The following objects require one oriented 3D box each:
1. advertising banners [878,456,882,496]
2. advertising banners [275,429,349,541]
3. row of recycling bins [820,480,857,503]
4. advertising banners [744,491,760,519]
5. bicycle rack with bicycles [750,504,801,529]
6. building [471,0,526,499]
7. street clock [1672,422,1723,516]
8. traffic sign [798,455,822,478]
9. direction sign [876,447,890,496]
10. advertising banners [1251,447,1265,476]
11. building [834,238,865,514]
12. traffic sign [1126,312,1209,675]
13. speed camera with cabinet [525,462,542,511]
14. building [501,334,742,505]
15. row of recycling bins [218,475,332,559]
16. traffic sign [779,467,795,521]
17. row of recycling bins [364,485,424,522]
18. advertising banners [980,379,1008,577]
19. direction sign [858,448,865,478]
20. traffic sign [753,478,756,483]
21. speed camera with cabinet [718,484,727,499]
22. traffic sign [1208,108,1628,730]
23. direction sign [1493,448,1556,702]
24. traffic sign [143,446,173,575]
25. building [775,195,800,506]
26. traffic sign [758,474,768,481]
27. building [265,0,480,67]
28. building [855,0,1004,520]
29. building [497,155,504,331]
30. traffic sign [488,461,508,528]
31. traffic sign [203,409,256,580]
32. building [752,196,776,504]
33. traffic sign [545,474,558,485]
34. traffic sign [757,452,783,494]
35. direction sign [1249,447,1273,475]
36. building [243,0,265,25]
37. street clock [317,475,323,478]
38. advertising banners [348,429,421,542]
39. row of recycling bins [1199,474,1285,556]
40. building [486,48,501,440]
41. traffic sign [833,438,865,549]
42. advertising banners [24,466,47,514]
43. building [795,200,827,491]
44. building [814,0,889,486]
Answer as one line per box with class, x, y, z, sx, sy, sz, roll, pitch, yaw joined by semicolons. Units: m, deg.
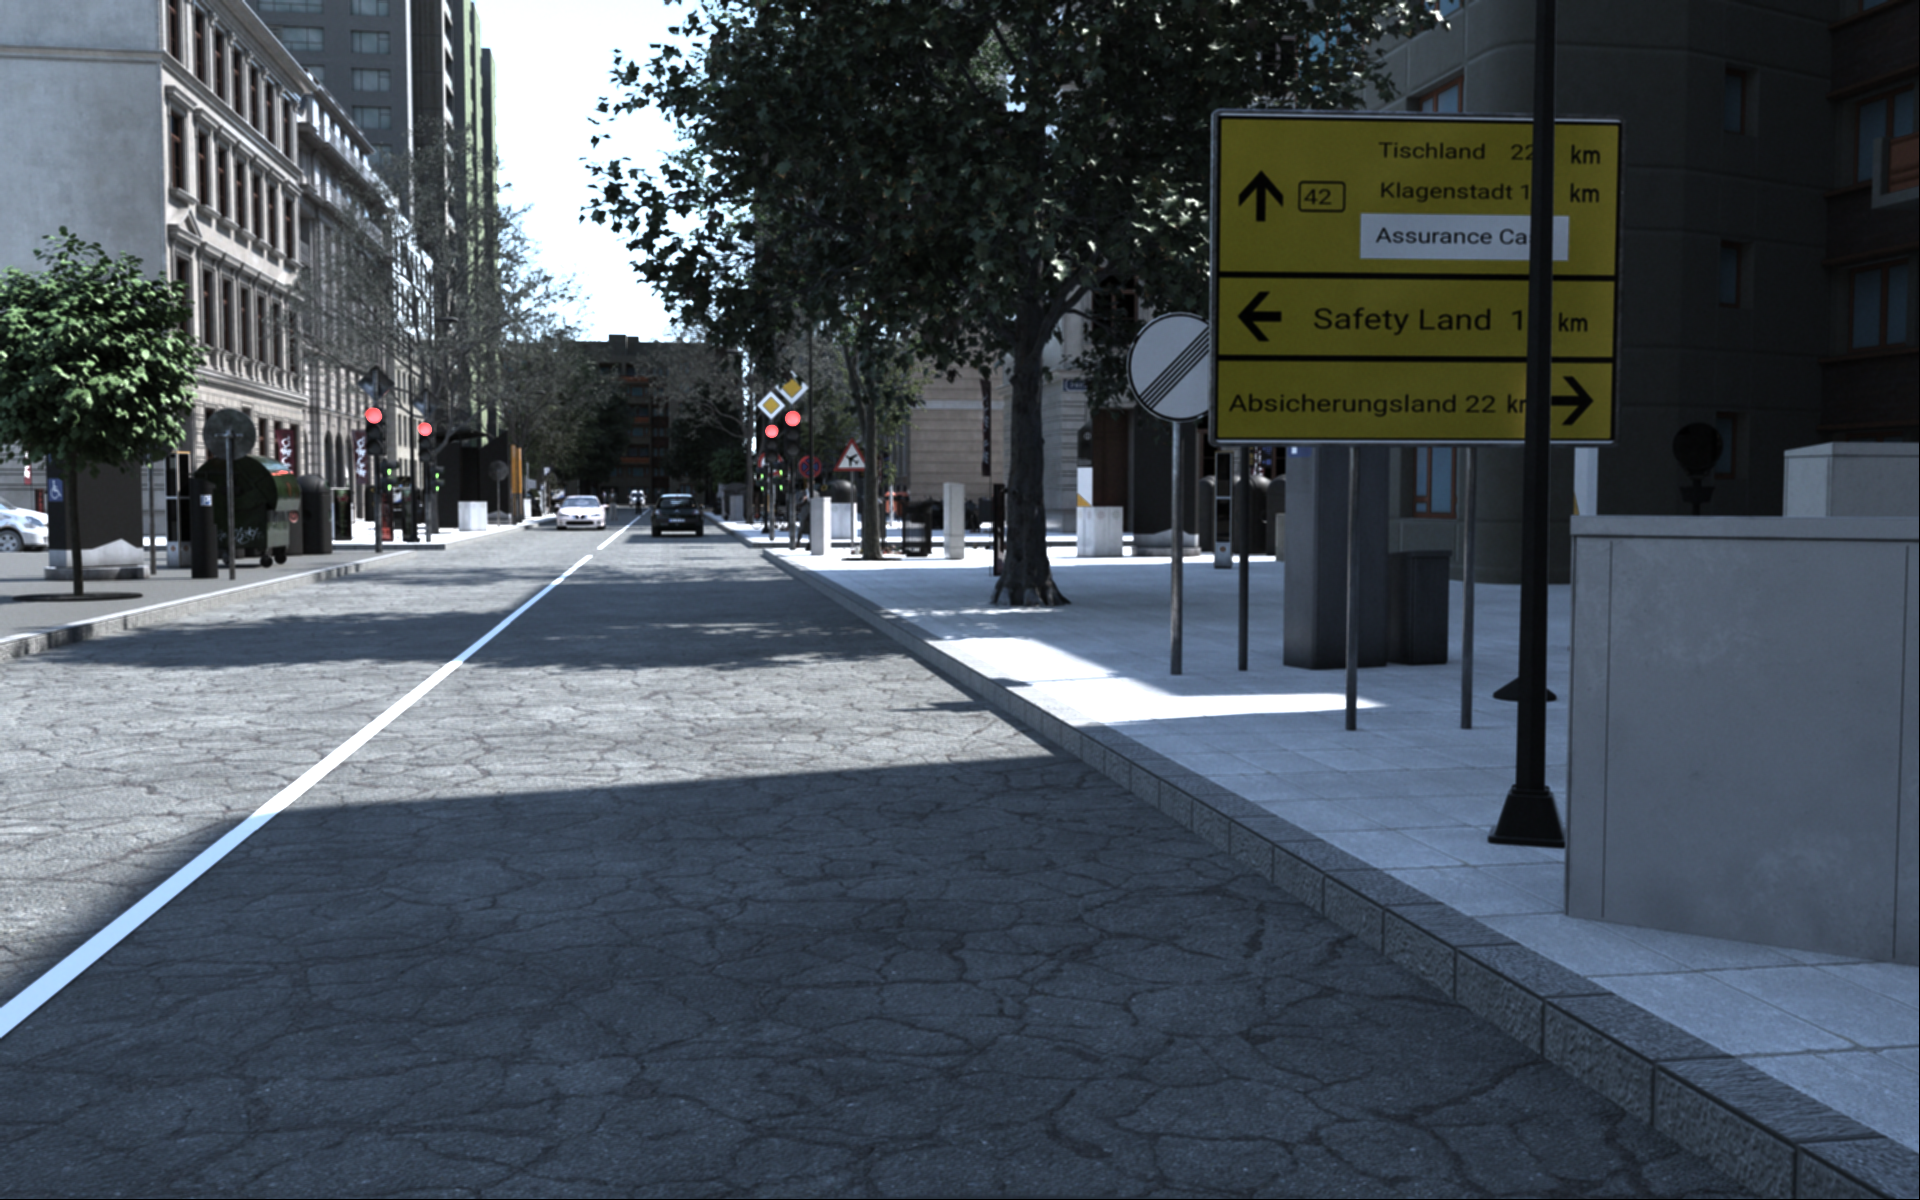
advertising banners;-3.820;-5.125;79.983;0.090;3.025;2.074;-1;4;-12
advertising banners;-17.485;-3.106;46.970;2.074;3.025;0.090;-3;4;-37
row of recycling bins;-3.600;-2.728;51.715;1.069;1.692;3.534;-1;4;-8
advertising banners;-10.500;-5.707;89.500;0.090;3.025;2.074;-3;5;-44
bicycle rack with bicycles;-6.336;-3.098;64.039;2.925;0.926;2.852;-1;4;-20
building;-60.080;-52.444;170.138;31.000;86.520;22.319;-1;4;-10
street clock;7.483;-0.798;17.611;0.471;2.002;0.358;2;4;25
traffic sign;-4.890;-3.452;56.546;0.768;2.556;0.104;0;4;-5
direction sign;-3.816;-5.628;84.016;0.876;3.537;0.379;1;4;11
advertising banners;8.406;-3.484;53.157;2.074;3.025;0.090;1;4;9
building;-1.376;-18.099;113.939;12.078;24.808;19.932;-1;4;-10
traffic sign;1.538;-0.742;12.240;0.768;2.556;0.104;0;4;-8
speed camera with cabinet;-26.404;-6.905;107.231;0.660;3.252;2.038;-2;4;-28
building;-43.248;-23.190;224.193;28.899;21.520;27.650;-1;4;-10
row of recycling bins;-14.300;-1.744;35.625;1.069;1.692;3.534;1;4;17
traffic sign;-8.080;-4.939;80.853;0.768;2.556;0.104;0;4;-1
row of recycling bins;-26.169;-4.531;81.202;3.534;1.692;1.069;0;4;2
advertising banners;0.628;-1.901;27.277;0.090;3.025;2.074;1;4;18
direction sign;-4.617;-5.694;85.088;0.876;3.537;0.379;-3;4;-37
traffic sign;-13.908;-7.012;114.744;0.768;2.556;0.104;0;4;-1
speed camera with cabinet;-14.584;-7.190;111.890;2.038;3.252;0.660;1;4;19
traffic sign;2.451;-0.946;9.343;2.265;3.308;0.079;0;4;-4
direction sign;3.543;-1.148;10.763;0.876;3.537;0.379;-1;4;-11
traffic sign;-12.870;-1.679;27.557;0.768;2.556;0.104;0;4;-6
building;-7.982;-34.055;180.492;21.300;48.544;21.600;-1;4;-10
traffic sign;-9.642;-5.232;85.552;0.884;2.594;0.081;0;4;-3
building;-45.953;-27.829;138.605;14.154;41.232;14.086;-1;4;-10
building;2.036;-18.851;94.124;13.634;28.700;20.117;-1;4;-10
building;-72.646;-36.521;216.724;30.456;49.044;23.786;-1;4;-10
traffic sign;-17.592;-4.029;65.985;0.768;2.556;0.104;0;4;-3
traffic sign;-10.902;-1.576;25.875;0.768;2.556;0.104;0;4;-7
building;-14.026;-34.915;225.489;28.867;44.769;22.147;-1;4;-10
traffic sign;-24.628;-6.378;104.385;0.768;2.556;0.104;-1;4;-8
traffic sign;-5.577;-3.115;51.031;0.768;2.556;0.104;0;4;0
direction sign;8.860;-3.643;51.562;0.876;3.537;0.379;2;4;24
building;-42.930;-26.982;124.750;14.154;41.232;14.086;-1;4;-10
street clock;-24.991;-3.843;67.410;0.471;2.002;0.358;-2;4;-27
advertising banners;-15.510;-3.093;46.756;2.074;3.025;0.090;1;4;16
row of recycling bins;6.184;-1.854;37.420;1.069;1.692;3.534;-2;4;-26
building;-48.546;-28.712;153.040;14.154;41.232;14.086;-1;4;-10
traffic sign;-2.498;-2.453;40.114;0.884;2.594;0.081;0;4;-4
advertising banners;-26.518;-3.285;49.902;0.090;3.025;2.074;0;4;-4
building;-8.085;-31.334;162.423;14.600;45.320;14.200;-1;4;-10
building;-0.218;-31.867;140.631;23.786;49.044;30.456;-1;4;-10
